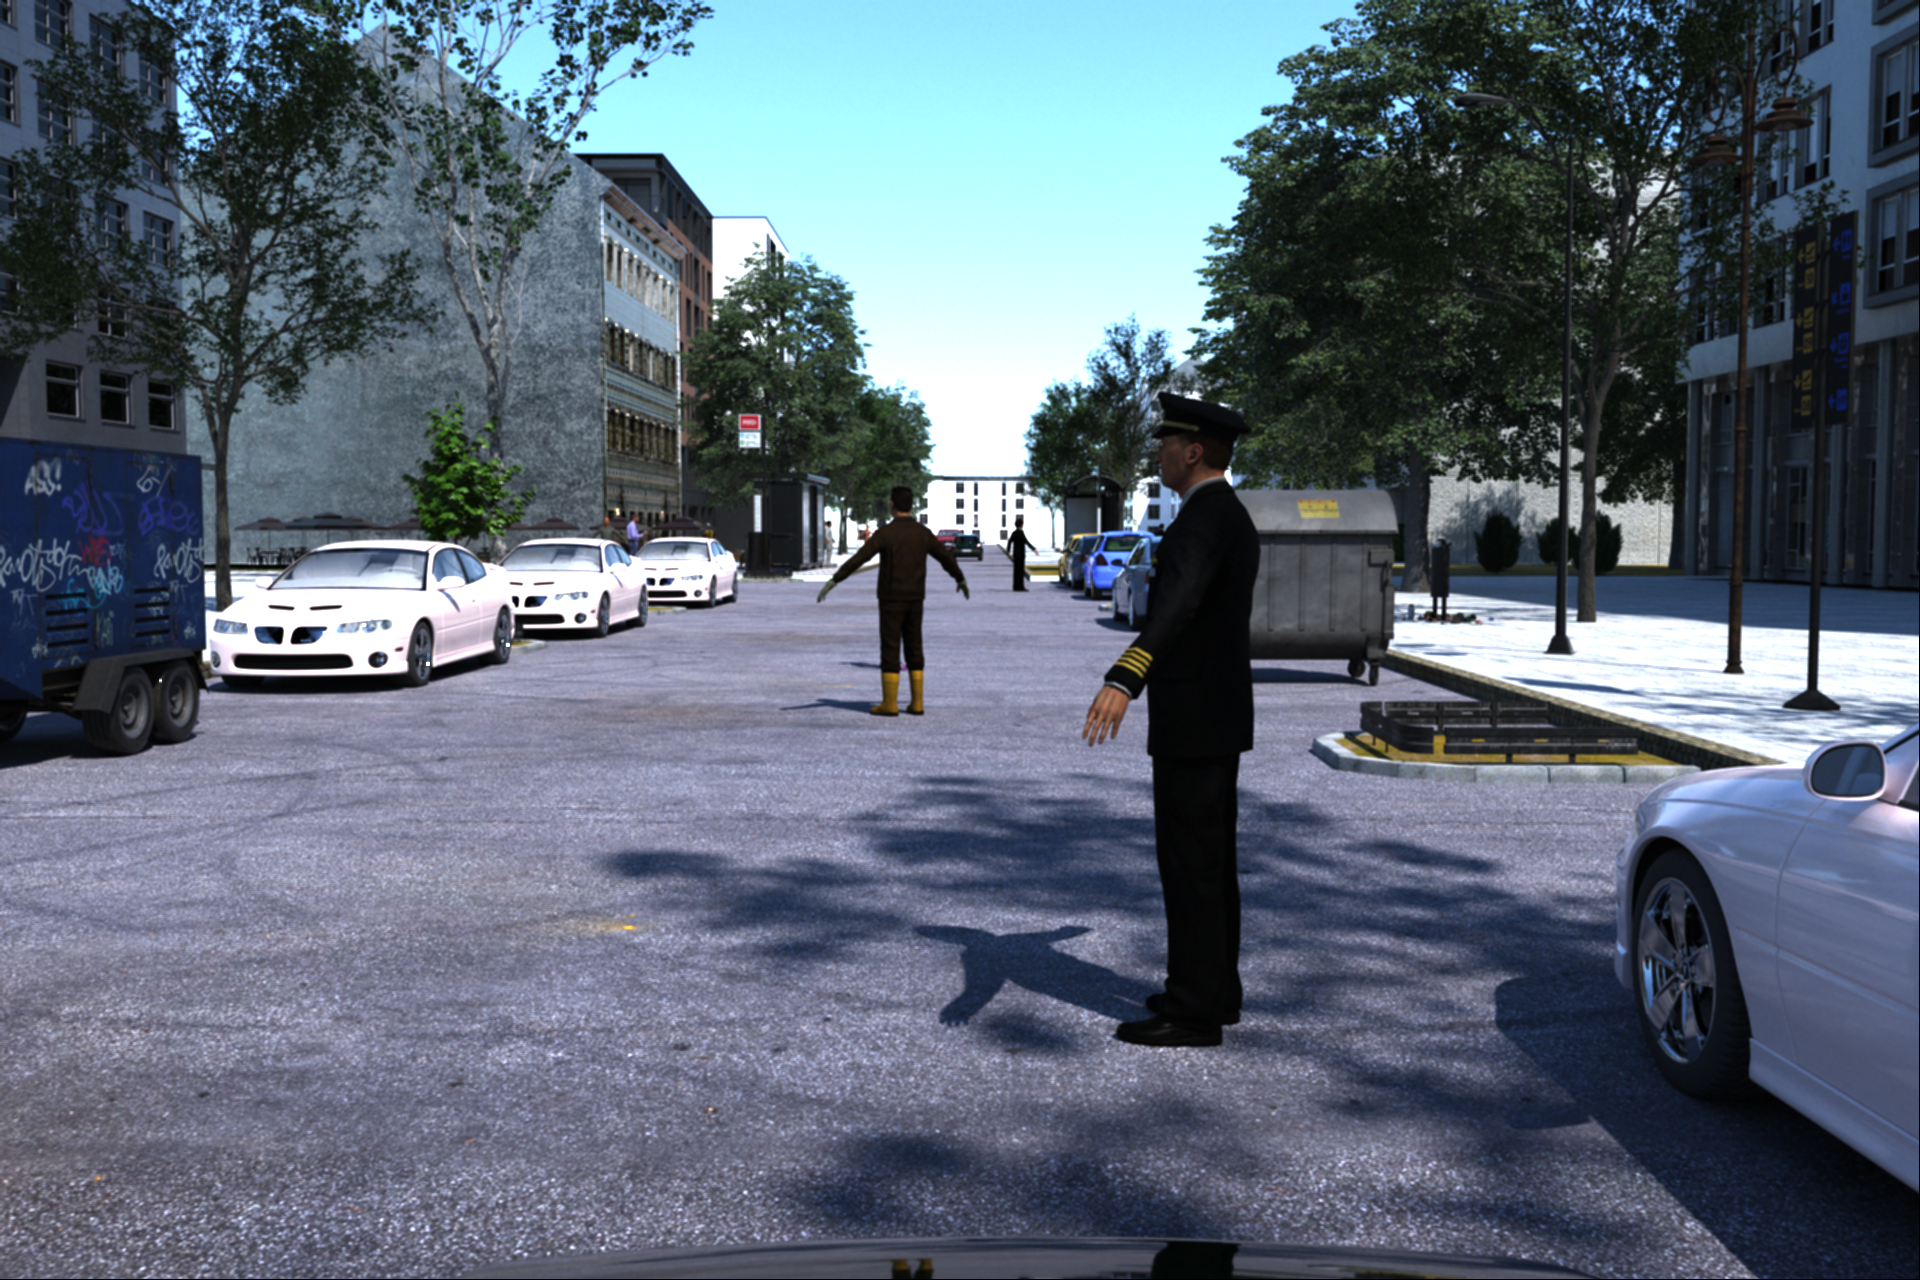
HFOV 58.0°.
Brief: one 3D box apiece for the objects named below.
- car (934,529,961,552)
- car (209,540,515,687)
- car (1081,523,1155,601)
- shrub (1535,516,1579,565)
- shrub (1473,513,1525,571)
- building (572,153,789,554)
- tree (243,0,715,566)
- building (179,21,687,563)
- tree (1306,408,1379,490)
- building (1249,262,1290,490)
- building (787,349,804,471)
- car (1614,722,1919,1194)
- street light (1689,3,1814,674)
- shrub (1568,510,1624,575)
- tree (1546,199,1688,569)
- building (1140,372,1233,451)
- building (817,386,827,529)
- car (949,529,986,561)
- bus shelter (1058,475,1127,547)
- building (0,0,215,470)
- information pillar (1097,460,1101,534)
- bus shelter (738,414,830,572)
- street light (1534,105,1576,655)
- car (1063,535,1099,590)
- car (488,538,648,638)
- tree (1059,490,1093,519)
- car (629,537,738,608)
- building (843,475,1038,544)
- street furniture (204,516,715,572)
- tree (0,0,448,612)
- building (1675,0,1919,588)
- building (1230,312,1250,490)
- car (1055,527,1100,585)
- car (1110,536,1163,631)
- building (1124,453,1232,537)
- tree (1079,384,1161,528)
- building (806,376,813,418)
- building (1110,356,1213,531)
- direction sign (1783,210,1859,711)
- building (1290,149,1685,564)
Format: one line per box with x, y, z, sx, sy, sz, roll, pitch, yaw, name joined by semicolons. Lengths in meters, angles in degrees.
-0.746;-6.781;119.547;2.281;1.827;5.304;0;4;1;car
-5.940;-0.328;17.721;2.083;1.381;4.827;0;4;1;car
3.681;-1.773;38.586;1.945;1.707;3.694;0;4;0;car
24.586;-4.113;71.286;1.661;2.075;1.752;0;3;0;shrub
18.794;-3.449;60.426;1.661;2.075;1.752;0;3;0;shrub
-26.394;-16.247;109.619;27.936;21.610;32.646;0;4;0;building
-12.886;-11.385;42.033;12.611;20.169;13.585;0;3;0;tree
-24.474;-15.470;83.859;19.493;23.208;18.063;0;4;1;building
13.713;-7.115;66.696;4.360;8.622;3.978;0;3;0;tree
25.280;-16.108;119.785;16.016;20.090;11.380;0;4;1;building
-21.768;-19.451;174.437;16.016;20.090;11.380;0;4;1;building
2.753;0.574;2.981;2.083;1.381;4.827;0;3;0;car
7.133;-2.630;15.788;0.468;5.910;1.993;0;4;1;street light
19.789;-3.049;53.896;1.661;2.075;1.752;0;3;0;shrub
26.360;-9.590;63.447;9.857;13.997;8.962;0;3;0;tree
26.490;-21.438;206.937;16.016;20.090;11.380;0;4;0;building
-22.510;-21.841;213.520;16.016;20.090;11.380;0;3;0;building
0.379;-5.139;93.807;2.009;1.686;4.222;0;4;1;car
4.654;-4.146;61.711;2.014;3.302;5.546;0;4;0;bus shelter
-29.126;-13.699;42.399;11.959;24.771;22.079;0;4;1;building
4.424;-3.904;55.191;0.183;3.616;0.504;0;4;2;information pillar
-6.168;-5.066;60.453;2.179;5.291;8.768;0;4;3;bus shelter
6.990;-2.806;18.413;1.470;5.913;1.316;0;4;0;street light
3.774;-2.080;46.014;2.014;1.417;4.499;0;4;0;car
-5.806;-0.797;25.401;2.083;1.381;4.827;0;4;1;car
17.710;-19.245;249.065;7.601;10.594;8.767;0;4;5;tree
-5.653;-1.386;35.019;2.083;1.381;4.827;0;4;1;car
-2.726;-18.479;246.731;28.070;9.664;9.099;0;4;-4;building
-23.391;-3.548;63.034;27.439;1.986;14.083;0;4;4;street furniture
-12.244;-5.720;27.939;8.767;10.594;7.601;1;4;13;tree
29.101;-13.508;28.453;19.016;26.051;41.698;0;4;1;building
26.598;-17.130;136.500;16.016;20.090;11.380;0;4;1;building
3.783;-2.454;50.348;2.015;1.641;3.980;0;4;0;car
3.396;-0.919;27.024;2.014;1.417;4.499;0;4;0;car
22.318;-14.444;178.304;9.099;9.664;28.070;0;4;1;building
7.217;-8.109;82.937;4.360;8.622;3.978;0;3;0;tree
-22.149;-20.599;193.212;16.016;20.090;11.380;0;3;0;building
28.785;-23.875;221.281;19.493;23.208;18.063;0;4;1;building
6.266;-1.262;12.634;0.379;3.537;0.876;0;4;1;direction sign
27.921;-13.565;88.248;16.747;18.905;31.486;0;4;1;building
